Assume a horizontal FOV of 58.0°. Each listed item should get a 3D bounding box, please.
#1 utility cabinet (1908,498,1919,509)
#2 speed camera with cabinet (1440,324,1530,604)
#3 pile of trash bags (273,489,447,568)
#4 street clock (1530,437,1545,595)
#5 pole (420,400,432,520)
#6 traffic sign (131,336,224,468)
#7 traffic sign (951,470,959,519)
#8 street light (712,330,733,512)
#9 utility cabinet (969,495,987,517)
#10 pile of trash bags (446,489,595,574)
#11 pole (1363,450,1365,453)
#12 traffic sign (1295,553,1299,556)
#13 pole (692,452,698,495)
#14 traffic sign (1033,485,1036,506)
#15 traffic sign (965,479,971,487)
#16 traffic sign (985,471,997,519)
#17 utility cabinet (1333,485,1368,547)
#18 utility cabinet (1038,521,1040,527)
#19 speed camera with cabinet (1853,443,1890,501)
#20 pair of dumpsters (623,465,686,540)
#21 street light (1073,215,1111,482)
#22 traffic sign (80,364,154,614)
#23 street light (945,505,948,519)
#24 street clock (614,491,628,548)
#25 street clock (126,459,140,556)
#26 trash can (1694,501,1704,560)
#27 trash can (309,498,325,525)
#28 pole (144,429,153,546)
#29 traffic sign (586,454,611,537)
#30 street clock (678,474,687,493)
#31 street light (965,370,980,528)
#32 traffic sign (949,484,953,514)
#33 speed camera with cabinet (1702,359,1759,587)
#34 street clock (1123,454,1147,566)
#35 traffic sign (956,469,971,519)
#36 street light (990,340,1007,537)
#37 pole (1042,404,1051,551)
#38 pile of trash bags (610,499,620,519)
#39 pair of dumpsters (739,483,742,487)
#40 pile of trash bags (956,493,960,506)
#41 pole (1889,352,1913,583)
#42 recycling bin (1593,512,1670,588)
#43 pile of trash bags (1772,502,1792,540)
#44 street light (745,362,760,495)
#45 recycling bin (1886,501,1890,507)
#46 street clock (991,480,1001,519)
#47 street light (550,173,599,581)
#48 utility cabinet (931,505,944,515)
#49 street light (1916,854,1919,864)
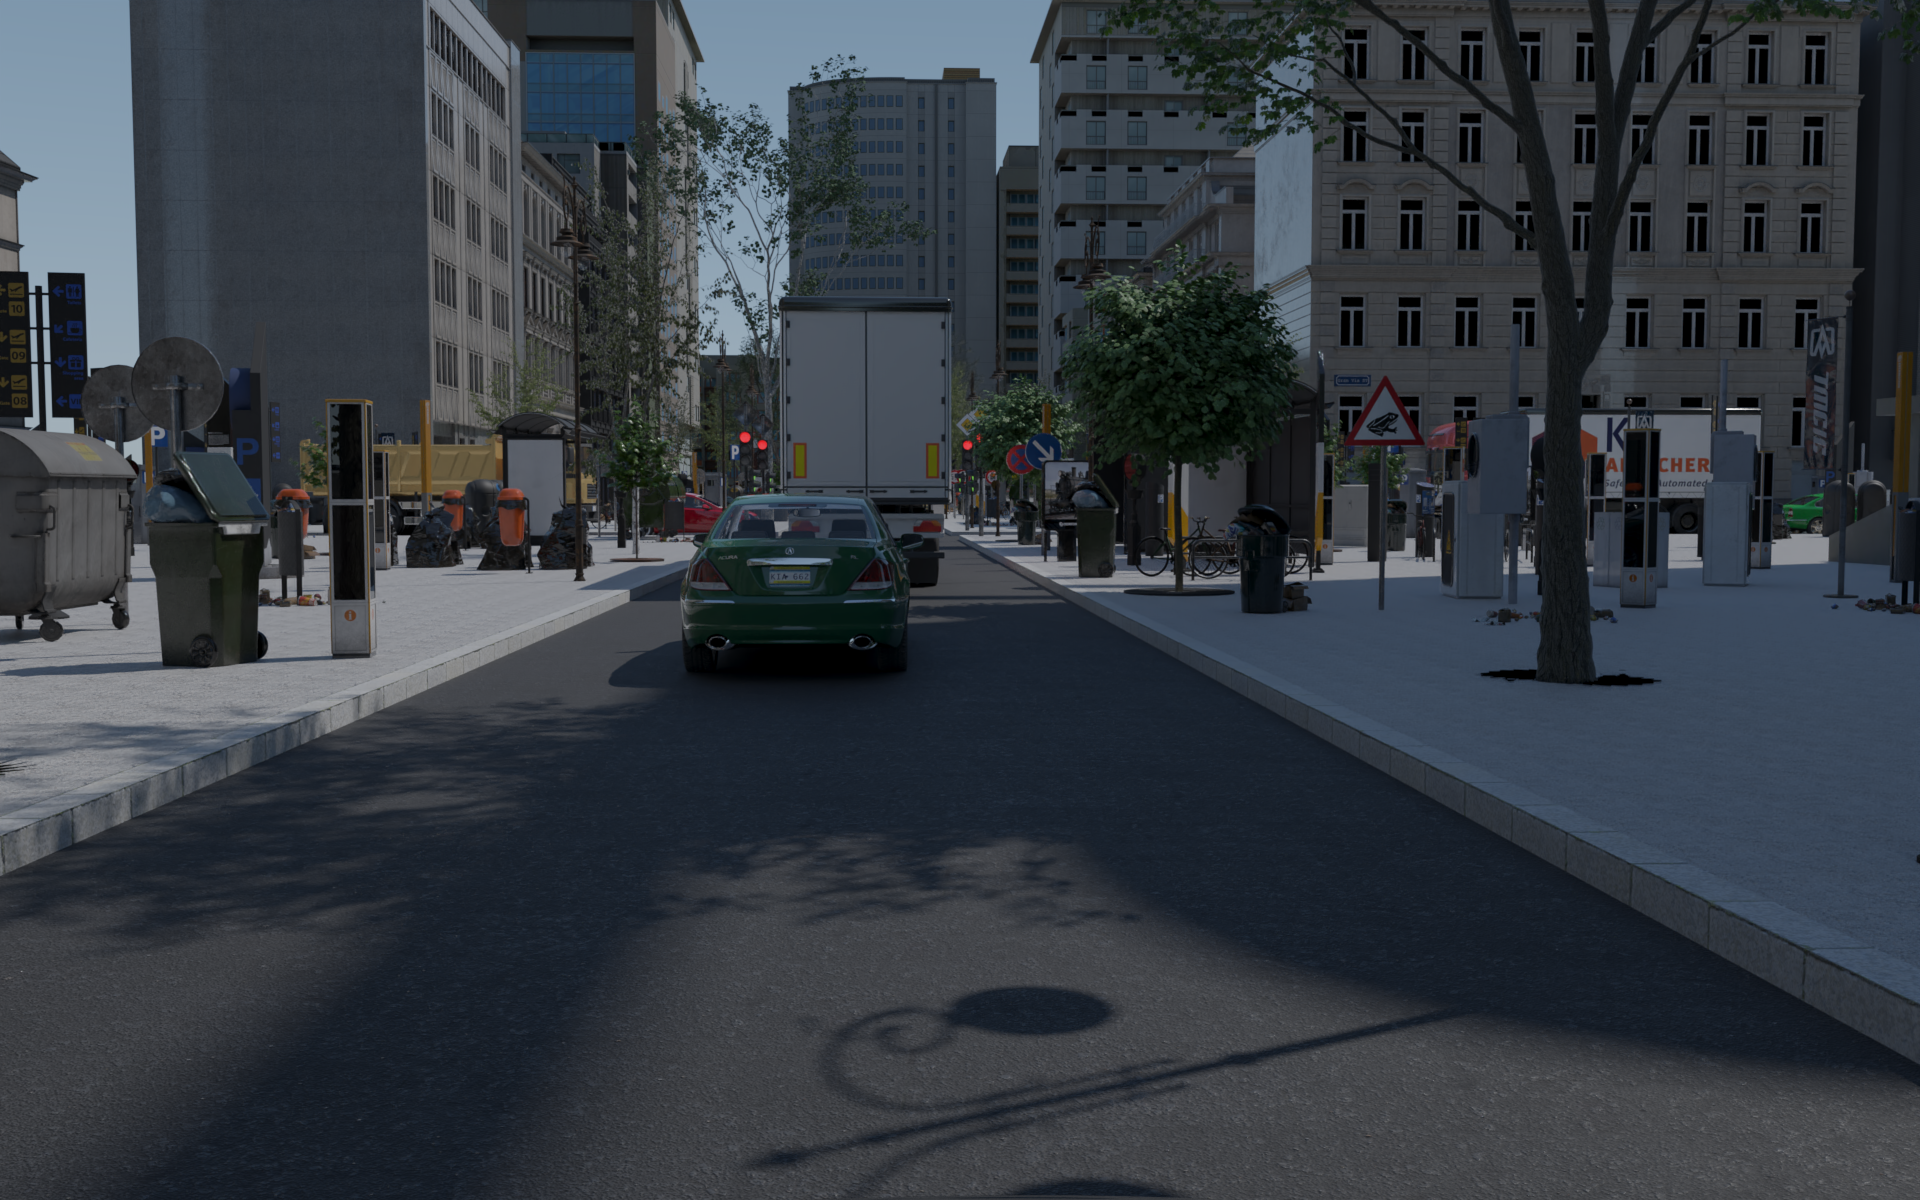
[{"bbox_3d":[56.216,-5.539,101.721,0.306,1.237,1.020,-1,4,-22],"label":"utility cabinet"},{"bbox_3d":[6.334,-1.630,20.983,0.660,3.252,2.038,0,4,4],"label":"speed camera with cabinet"},{"bbox_3d":[-10.583,-1.297,30.951,3.447,1.369,1.912,0,4,6],"label":"pile of trash bags"},{"bbox_3d":[7.449,-1.058,21.874,0.471,2.002,0.358,-1,4,-23],"label":"street clock"},{"bbox_3d":[-11.613,-2.682,37.686,0.158,3.312,0.155,0,3,0],"label":"pole"},{"bbox_3d":[-6.332,-0.851,14.020,0.768,2.556,0.104,0,4,3],"label":"traffic sign"},{"bbox_3d":[-0.264,-5.540,90.692,0.768,2.556,0.104,0,4,5],"label":"traffic sign"},{"bbox_3d":[-6.690,-4.660,48.978,0.468,5.910,1.993,0,4,-3],"label":"street light"},{"bbox_3d":[0.997,-5.331,98.331,1.020,1.237,0.306,1,4,13],"label":"utility cabinet"},{"bbox_3d":[-7.280,-1.199,29.354,1.912,1.369,3.447,0,4,-3],"label":"pile of trash bags"},{"bbox_3d":[14.270,-4.107,60.990,0.158,3.312,0.155,0,3,0],"label":"pole"},{"bbox_3d":[6.822,-2.131,34.942,0.768,2.556,0.104,0,4,-2],"label":"traffic sign"},{"bbox_3d":[-12.928,-5.540,84.420,0.158,3.312,0.155,0,3,0],"label":"pole"},{"bbox_3d":[2.218,-3.142,51.484,0.768,2.556,0.104,0,4,5],"label":"traffic sign"},{"bbox_3d":[0.625,-8.070,132.048,0.768,2.556,0.104,0,4,3],"label":"traffic sign"},{"bbox_3d":[1.706,-5.493,89.919,0.768,2.556,0.104,0,4,2],"label":"traffic sign"},{"bbox_3d":[9.400,-2.021,41.721,0.318,1.500,1.173,-3,5,-40],"label":"utility cabinet"},{"bbox_3d":[3.368,-3.418,67.053,1.020,1.237,0.306,1,4,9],"label":"utility cabinet"},{"bbox_3d":[35.950,-4.475,67.503,2.038,3.252,0.660,2,4,35],"label":"speed camera with cabinet"},{"bbox_3d":[-8.993,-2.940,50.557,1.574,2.255,4.437,0,4,-3],"label":"pair of dumpsters"},{"bbox_3d":[2.200,-3.441,29.048,0.468,5.910,1.993,0,4,-3],"label":"street light"},{"bbox_3d":[-8.263,-1.036,17.051,0.768,2.556,0.104,0,4,-1],"label":"traffic sign"},{"bbox_3d":[-0.699,-7.084,88.610,0.468,5.910,1.993,0,4,-3],"label":"street light"},{"bbox_3d":[-8.043,-2.236,41.129,0.358,2.002,0.471,0,4,-4],"label":"street clock"},{"bbox_3d":[-17.215,-1.909,35.784,0.358,2.002,0.471,3,4,37],"label":"street clock"},{"bbox_3d":[14.597,-1.337,33.506,0.748,1.137,0.748,0,3,0],"label":"trash can"},{"bbox_3d":[-26.510,-3.650,71.334,0.748,1.137,0.748,0,3,0],"label":"trash can"},{"bbox_3d":[-20.162,-3.011,43.068,0.158,3.312,0.155,0,3,0],"label":"pole"},{"bbox_3d":[-10.840,-3.173,51.986,0.768,2.556,0.104,0,4,-2],"label":"traffic sign"},{"bbox_3d":[-9.845,-3.474,61.378,0.358,2.002,0.471,-2,4,-29],"label":"street clock"},{"bbox_3d":[0.454,-5.627,64.787,0.468,5.910,1.993,0,4,-3],"label":"street light"},{"bbox_3d":[-0.663,-6.836,111.871,0.768,2.556,0.104,0,4,0],"label":"traffic sign"},{"bbox_3d":[11.079,-1.866,24.846,0.660,3.252,2.038,2,4,27],"label":"speed camera with cabinet"},{"bbox_3d":[3.133,-1.622,31.088,0.358,2.002,0.471,-2,4,-26],"label":"street clock"},{"bbox_3d":[0.178,-5.356,87.673,0.768,2.556,0.104,0,4,3],"label":"traffic sign"},{"bbox_3d":[1.147,-4.857,52.196,0.468,5.910,1.993,0,4,-3],"label":"street light"},{"bbox_3d":[1.960,-2.781,39.318,0.158,3.312,0.155,0,3,0],"label":"pole"},{"bbox_3d":[-15.924,-4.720,86.931,3.447,1.369,1.912,-3,5,-43],"label":"pile of trash bags"},{"bbox_3d":[-14.195,-6.834,114.233,1.574,2.255,4.437,0,4,-3],"label":"pair of dumpsters"},{"bbox_3d":[0.679,-6.665,118.726,1.912,1.369,3.447,-3,4,-37],"label":"pile of trash bags"},{"bbox_3d":[13.568,-1.903,24.963,0.158,3.312,0.155,0,3,0],"label":"pole"},{"bbox_3d":[9.270,-0.696,23.932,0.722,1.027,0.722,-1,4,-19],"label":"recycling bin"},{"bbox_3d":[22.278,-2.403,49.042,1.912,1.369,3.447,3,4,39],"label":"pile of trash bags"},{"bbox_3d":[-7.291,-5.387,60.864,0.468,5.910,1.993,0,4,-3],"label":"street light"},{"bbox_3d":[34.175,-3.125,63.645,0.722,1.027,0.722,-1,4,-15],"label":"recycling bin"},{"bbox_3d":[1.851,-5.183,89.314,0.471,2.002,0.358,1,4,13],"label":"street clock"},{"bbox_3d":[-5.607,-3.215,25.353,0.468,5.910,1.993,0,4,-3],"label":"street light"},{"bbox_3d":[-1.358,-5.471,100.614,0.306,1.237,1.020,3,5,41],"label":"utility cabinet"},{"bbox_3d":[3.418,-2.021,5.825,0.468,5.910,1.993,0,4,-3],"label":"street light"}]
